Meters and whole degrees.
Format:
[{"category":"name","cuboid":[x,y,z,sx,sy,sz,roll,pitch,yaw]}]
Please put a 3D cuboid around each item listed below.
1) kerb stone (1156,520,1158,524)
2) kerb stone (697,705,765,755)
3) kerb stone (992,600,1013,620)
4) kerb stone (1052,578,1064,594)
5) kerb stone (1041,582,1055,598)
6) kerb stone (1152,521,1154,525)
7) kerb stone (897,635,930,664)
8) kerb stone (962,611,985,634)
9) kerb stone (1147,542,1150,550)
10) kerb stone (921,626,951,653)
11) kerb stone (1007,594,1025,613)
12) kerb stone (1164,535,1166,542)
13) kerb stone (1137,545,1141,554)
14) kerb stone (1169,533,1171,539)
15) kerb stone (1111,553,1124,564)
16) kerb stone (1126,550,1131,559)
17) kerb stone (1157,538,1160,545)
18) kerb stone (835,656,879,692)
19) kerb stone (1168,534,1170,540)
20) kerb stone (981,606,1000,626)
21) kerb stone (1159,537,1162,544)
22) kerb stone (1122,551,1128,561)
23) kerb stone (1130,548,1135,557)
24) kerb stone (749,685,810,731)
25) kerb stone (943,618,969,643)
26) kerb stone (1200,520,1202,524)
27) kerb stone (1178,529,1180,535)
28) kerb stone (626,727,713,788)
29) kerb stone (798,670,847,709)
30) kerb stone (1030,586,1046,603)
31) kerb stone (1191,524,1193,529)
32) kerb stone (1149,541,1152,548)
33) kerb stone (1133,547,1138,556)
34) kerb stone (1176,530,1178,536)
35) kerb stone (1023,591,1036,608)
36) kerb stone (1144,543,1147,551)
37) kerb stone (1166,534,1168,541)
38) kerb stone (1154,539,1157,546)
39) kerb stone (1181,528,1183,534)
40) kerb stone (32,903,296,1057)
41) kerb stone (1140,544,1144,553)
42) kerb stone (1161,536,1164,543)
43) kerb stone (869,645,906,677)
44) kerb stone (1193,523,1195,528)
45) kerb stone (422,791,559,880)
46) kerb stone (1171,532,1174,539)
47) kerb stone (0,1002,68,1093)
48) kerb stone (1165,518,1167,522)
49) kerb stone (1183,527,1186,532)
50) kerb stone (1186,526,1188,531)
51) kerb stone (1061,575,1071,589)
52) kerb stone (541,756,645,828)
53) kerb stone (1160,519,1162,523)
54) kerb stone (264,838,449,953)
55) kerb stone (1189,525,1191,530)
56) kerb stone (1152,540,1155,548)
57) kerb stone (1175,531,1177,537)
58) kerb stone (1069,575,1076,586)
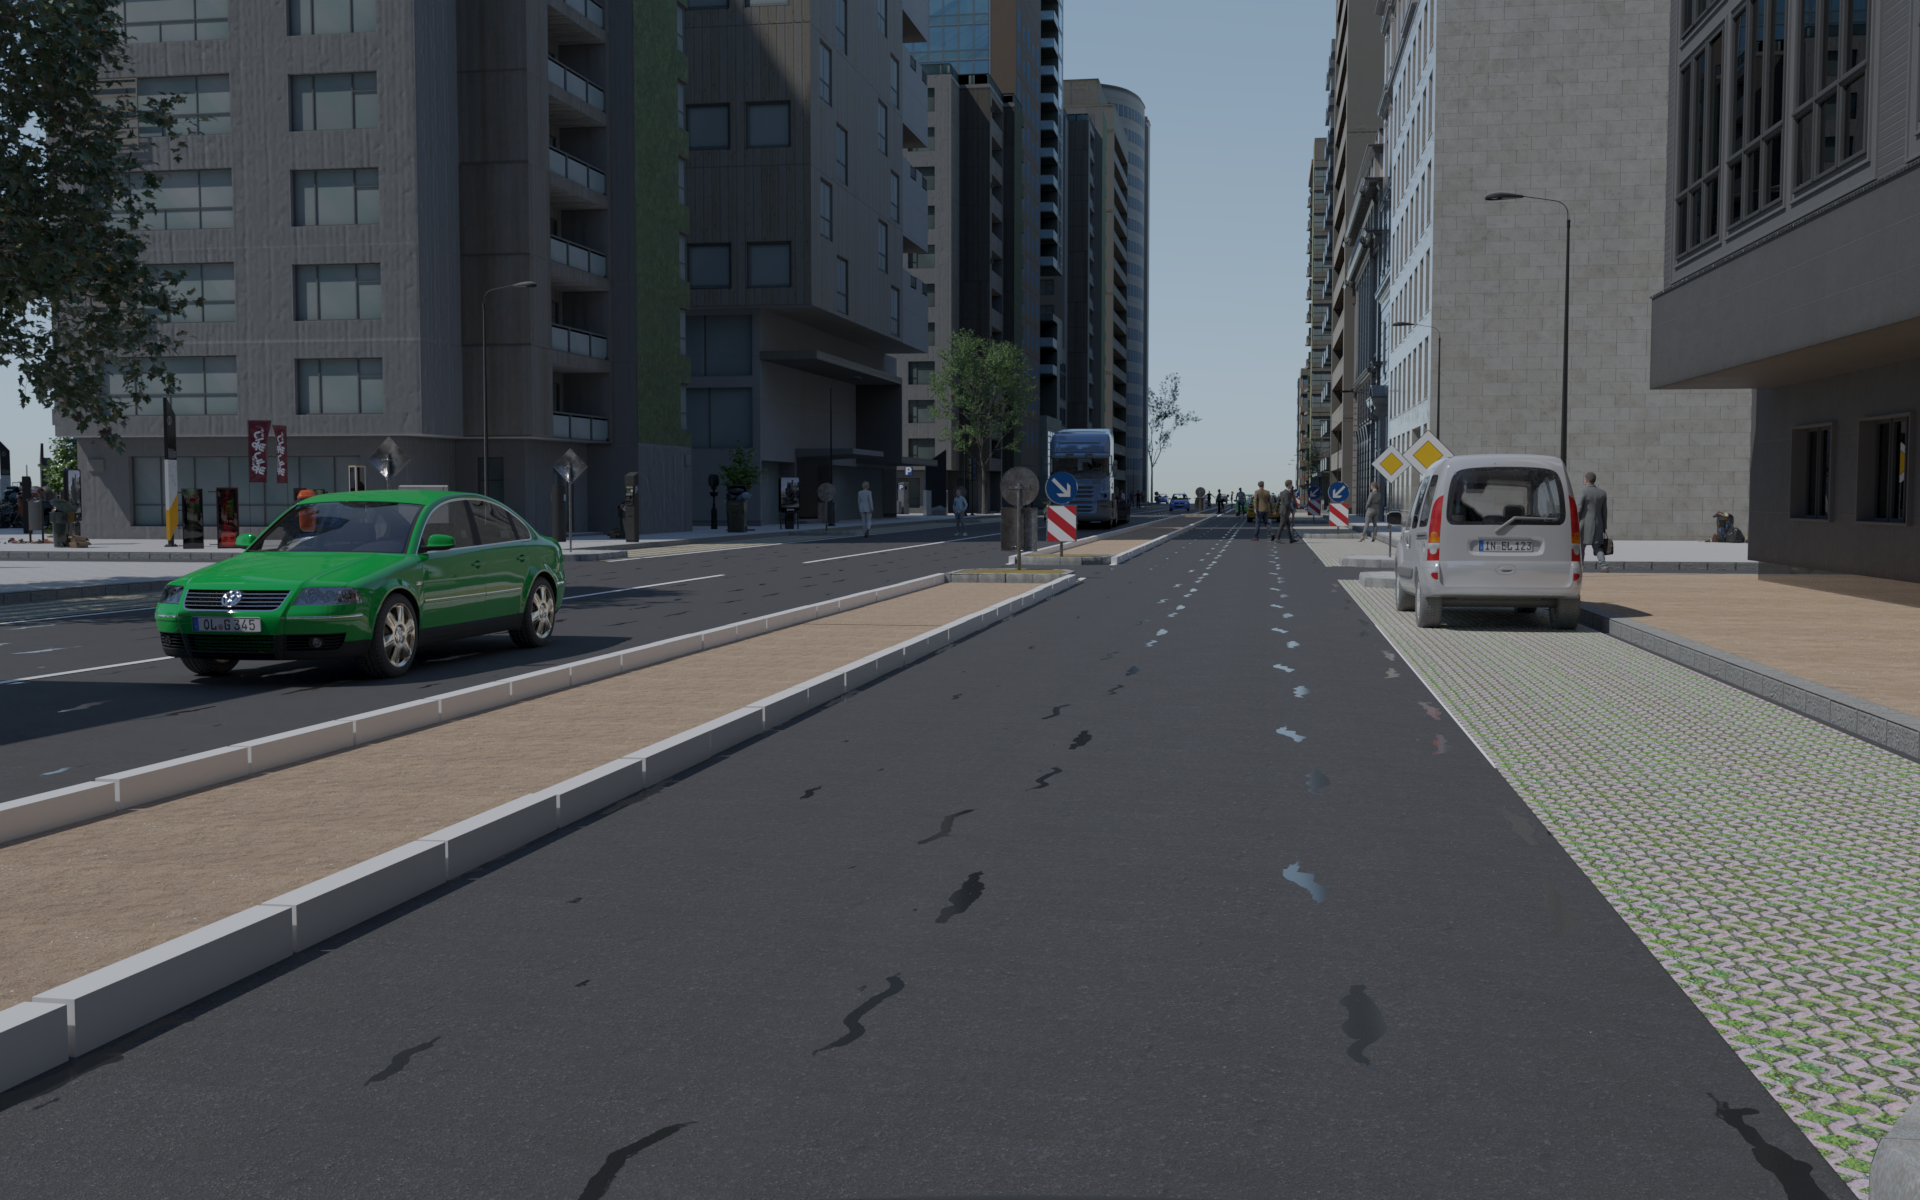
[{"category":"kerb stone","cuboid":[8.982,-3.570,80.567,0.120,0.150,1.000,1,4,10]},{"category":"kerb stone","cuboid":[-1.334,0.755,9.951,0.120,0.150,1.000,1,4,10]},{"category":"kerb stone","cuboid":[0.456,0.130,20.069,0.120,0.150,1.000,1,4,10]},{"category":"kerb stone","cuboid":[1.349,-0.176,25.132,0.120,0.150,1.000,1,4,10]},{"category":"kerb stone","cuboid":[1.165,-0.118,24.126,0.120,0.150,1.000,1,4,10]},{"category":"kerb stone","cuboid":[8.459,-3.384,77.545,0.120,0.150,1.000,1,4,10]},{"category":"kerb stone","cuboid":[-0.433,0.439,15.011,0.120,0.150,1.000,1,4,10]},{"category":"kerb stone","cuboid":[0.094,0.254,18.047,0.120,0.150,1.000,1,4,10]},{"category":"kerb stone","cuboid":[4.660,-1.326,43.889,0.120,0.150,1.000,1,4,10]},{"category":"kerb stone","cuboid":[-0.258,0.378,16.018,0.120,0.150,1.000,1,4,10]},{"category":"kerb stone","cuboid":[0.633,0.068,21.090,0.120,0.150,1.000,1,4,10]},{"category":"kerb stone","cuboid":[5.901,-1.758,50.936,0.120,0.150,1.000,1,4,10]},{"category":"kerb stone","cuboid":[4.120,-1.141,40.859,0.120,0.150,1.000,1,4,10]},{"category":"kerb stone","cuboid":[6.424,-1.944,53.972,0.120,0.150,1.000,1,4,10]},{"category":"kerb stone","cuboid":[3.228,-0.828,35.799,0.120,0.150,1.000,1,4,10]},{"category":"kerb stone","cuboid":[3.581,-0.957,37.835,0.120,0.150,1.000,1,4,10]},{"category":"kerb stone","cuboid":[5.365,-1.572,47.918,0.120,0.150,1.000,1,4,10]},{"category":"kerb stone","cuboid":[-0.794,0.563,12.992,0.120,0.150,1.000,1,4,10]},{"category":"kerb stone","cuboid":[6.254,-1.881,52.954,0.120,0.150,1.000,1,4,10]},{"category":"kerb stone","cuboid":[0.272,0.198,19.057,0.120,0.150,1.000,1,4,10]},{"category":"kerb stone","cuboid":[5.540,-1.635,48.924,0.120,0.150,1.000,1,4,10]},{"category":"kerb stone","cuboid":[3.409,-0.893,36.811,0.120,0.150,1.000,1,4,10]},{"category":"kerb stone","cuboid":[3.762,-1.012,38.847,0.120,0.150,1.000,1,4,10]},{"category":"kerb stone","cuboid":[-1.151,0.687,10.965,0.120,0.150,1.000,1,4,10]},{"category":"kerb stone","cuboid":[-0.079,0.316,17.039,0.120,0.150,1.000,1,4,10]},{"category":"kerb stone","cuboid":[10.873,-3.485,79.177,0.120,0.150,1.000,1,4,10]},{"category":"kerb stone","cuboid":[7.317,-2.251,59.006,0.120,0.150,1.000,1,4,10]},{"category":"kerb stone","cuboid":[-1.502,0.811,8.929,0.120,0.150,1.000,1,4,10]},{"category":"kerb stone","cuboid":[-0.976,0.625,11.972,0.120,0.150,1.000,1,4,10]},{"category":"kerb stone","cuboid":[0.996,-0.052,23.118,0.120,0.150,1.000,1,4,10]},{"category":"kerb stone","cuboid":[9.098,-2.868,69.083,0.120,0.150,1.000,1,4,10]},{"category":"kerb stone","cuboid":[4.832,-1.388,44.897,0.120,0.150,1.000,1,4,10]},{"category":"kerb stone","cuboid":[3.946,-1.080,39.852,0.120,0.150,1.000,1,4,10]},{"category":"kerb stone","cuboid":[7.137,-2.188,58.000,0.120,0.150,1.000,1,4,10]},{"category":"kerb stone","cuboid":[0.813,0.014,22.112,0.120,0.150,1.000,1,4,10]},{"category":"kerb stone","cuboid":[4.477,-1.265,42.875,0.120,0.150,1.000,1,4,10]},{"category":"kerb stone","cuboid":[6.071,-1.819,51.944,0.120,0.150,1.000,1,4,10]},{"category":"kerb stone","cuboid":[5.187,-1.509,46.911,0.120,0.150,1.000,1,4,10]},{"category":"kerb stone","cuboid":[7.678,-2.375,61.023,0.120,0.150,1.000,1,4,10]},{"category":"kerb stone","cuboid":[-2.220,1.058,4.902,0.120,0.150,1.000,1,4,10]},{"category":"kerb stone","cuboid":[4.295,-1.203,41.866,0.120,0.150,1.000,1,4,10]},{"category":"kerb stone","cuboid":[5.725,-1.696,49.929,0.120,0.150,1.000,1,4,10]},{"category":"kerb stone","cuboid":[-0.619,0.501,14.006,0.120,0.150,1.000,1,4,10]},{"category":"kerb stone","cuboid":[9.456,-2.988,71.100,0.120,0.150,1.000,1,4,10]},{"category":"kerb stone","cuboid":[-1.869,0.934,6.918,0.120,0.150,1.000,1,4,10]},{"category":"kerb stone","cuboid":[6.611,-2.003,54.978,0.120,0.150,1.000,1,4,10]},{"category":"kerb stone","cuboid":[-2.401,1.125,3.896,0.120,0.150,1.000,1,4,10]},{"category":"kerb stone","cuboid":[10.231,-4.001,87.613,0.120,0.150,1.000,1,4,10]},{"category":"kerb stone","cuboid":[8.036,-2.498,63.042,0.120,0.150,1.000,1,4,10]},{"category":"kerb stone","cuboid":[8.394,-2.621,65.054,0.120,0.150,1.000,1,4,10]},{"category":"kerb stone","cuboid":[1.522,-0.241,26.142,0.120,0.150,1.000,1,4,10]},{"category":"kerb stone","cuboid":[-1.687,0.878,7.924,0.120,0.150,1.000,1,4,10]},{"category":"kerb stone","cuboid":[9.522,-3.752,83.587,0.120,0.150,1.000,1,4,10]},{"category":"kerb stone","cuboid":[-2.044,0.996,5.909,0.120,0.150,1.000,1,4,10]},{"category":"kerb stone","cuboid":[8.749,-2.741,67.069,0.120,0.150,1.000,1,4,10]},{"category":"kerb stone","cuboid":[5.006,-1.450,45.903,0.120,0.150,1.000,1,4,10]},{"category":"kerb stone","cuboid":[6.963,-2.128,56.993,0.120,0.150,1.000,1,4,10]},{"category":"kerb stone","cuboid":[1.703,-0.300,27.148,0.120,0.150,1.000,1,4,10]}]
